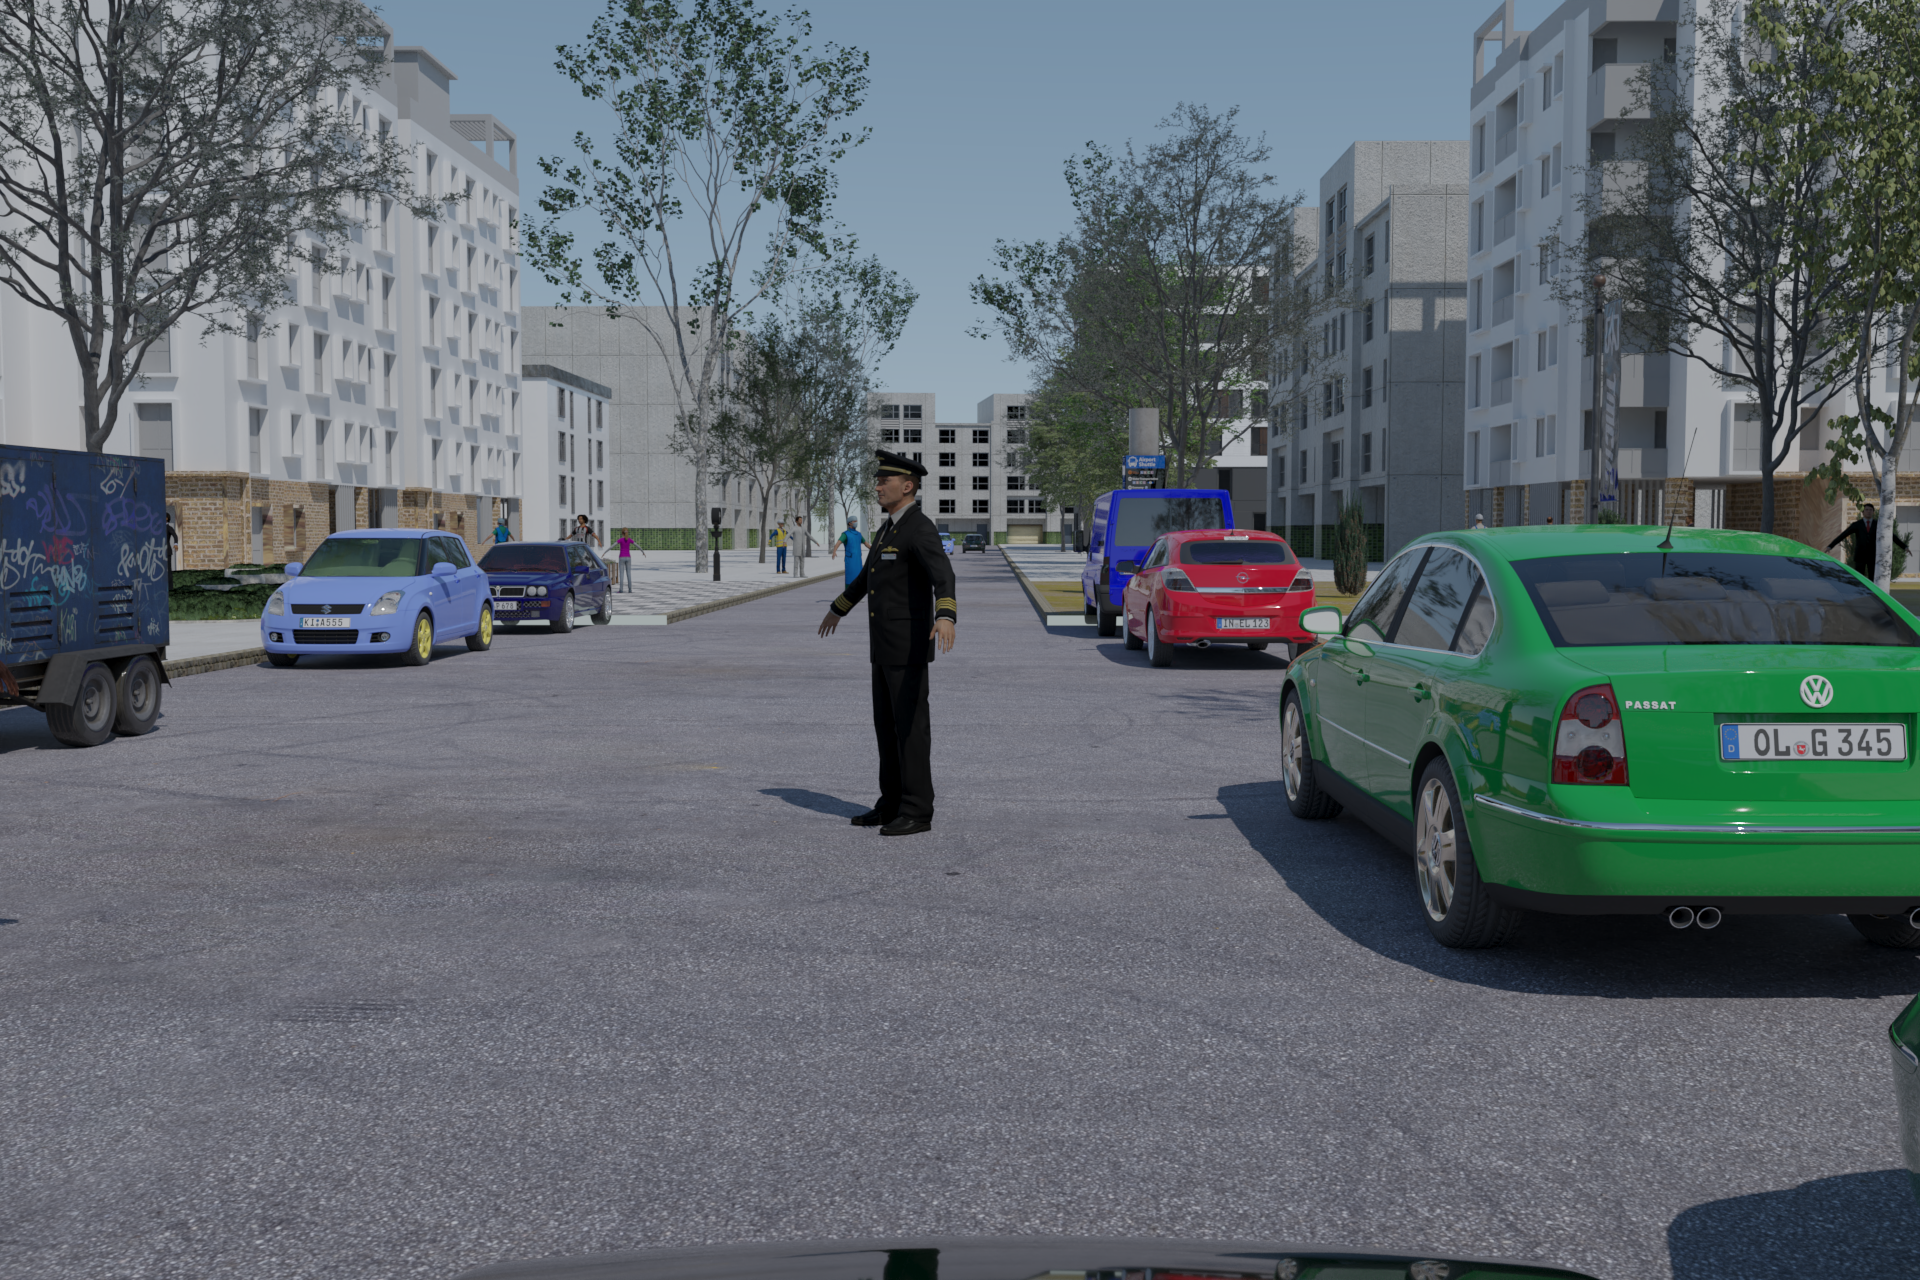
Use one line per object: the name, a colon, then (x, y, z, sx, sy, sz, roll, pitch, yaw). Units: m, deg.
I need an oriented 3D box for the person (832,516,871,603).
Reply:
person: (-2.213, -1.683, 36.109, 0.704, 1.817, 1.347, 3, 5, 43)

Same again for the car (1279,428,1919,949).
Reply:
car: (2.540, 0.088, 7.356, 1.959, 1.807, 4.718, 0, 4, 0)

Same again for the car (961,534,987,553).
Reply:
car: (1.041, -7.330, 129.635, 2.009, 1.686, 4.222, 0, 4, 1)

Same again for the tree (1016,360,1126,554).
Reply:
tree: (7.337, -11.779, 110.711, 7.486, 12.596, 7.792, 0, 3, 0)

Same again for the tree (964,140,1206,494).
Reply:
tree: (6.131, -14.099, 86.404, 12.611, 20.169, 13.585, 0, 3, 0)

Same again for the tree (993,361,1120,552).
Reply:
tree: (7.211, -12.960, 122.271, 12.009, 13.543, 11.850, 0, 3, 0)

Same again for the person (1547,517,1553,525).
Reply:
person: (17.619, -2.781, 51.748, 1.348, 1.796, 0.705, 2, 4, 35)

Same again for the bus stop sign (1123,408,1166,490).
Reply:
bus stop sign: (3.866, -2.903, 36.472, 0.837, 3.901, 0.837, 0, 4, 2)

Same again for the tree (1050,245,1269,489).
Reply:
tree: (6.965, -8.236, 60.411, 9.928, 11.665, 9.643, 0, 3, 0)

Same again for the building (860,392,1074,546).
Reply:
building: (3.256, -21.741, 224.387, 31.486, 18.905, 16.747, 0, 4, -6)

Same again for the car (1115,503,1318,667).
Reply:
car: (2.933, -0.681, 20.171, 2.155, 1.783, 4.494, 0, 4, 0)

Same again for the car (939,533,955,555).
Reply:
car: (-1.293, -6.717, 119.410, 1.945, 1.707, 3.694, 0, 4, 1)

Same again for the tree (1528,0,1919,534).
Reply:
tree: (16.598, -7.627, 35.065, 12.009, 13.543, 11.850, 0, 3, 0)

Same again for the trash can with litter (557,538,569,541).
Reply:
trash can with litter: (-7.115, -1.273, 31.867, 1.678, 1.210, 2.233, 0, 4, 2)

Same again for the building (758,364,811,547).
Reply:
building: (-26.183, -19.459, 184.607, 16.747, 18.905, 31.486, 0, 4, 2)

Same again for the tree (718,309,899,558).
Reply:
tree: (-8.129, -11.244, 94.210, 12.009, 13.543, 11.850, 0, 3, 0)

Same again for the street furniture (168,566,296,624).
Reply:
street furniture: (-12.243, -0.877, 29.967, 5.734, 0.657, 10.072, 1, 4, 11)

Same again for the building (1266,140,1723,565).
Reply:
building: (26.264, -13.459, 86.520, 16.747, 18.905, 31.486, 0, 4, 1)

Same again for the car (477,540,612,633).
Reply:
car: (-6.460, -0.834, 26.223, 1.945, 1.354, 3.894, 0, 4, 1)

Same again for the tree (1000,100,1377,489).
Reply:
tree: (6.329, -8.447, 48.485, 12.009, 13.543, 11.850, 0, 3, 0)

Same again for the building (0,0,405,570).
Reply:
building: (-25.982, -11.943, 51.685, 16.016, 20.090, 11.380, 0, 4, 1)

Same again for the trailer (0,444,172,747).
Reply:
trailer: (-6.530, -0.257, 11.244, 1.471, 1.999, 3.904, 0, 4, 1)

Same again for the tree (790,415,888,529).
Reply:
tree: (-8.166, -11.725, 126.110, 8.767, 10.594, 7.601, -1, 4, -23)

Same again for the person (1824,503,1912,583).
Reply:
person: (15.410, -1.422, 29.430, 1.347, 1.806, 0.705, 1, 4, 21)

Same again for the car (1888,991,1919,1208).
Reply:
car: (2.519, 0.656, 1.066, 2.131, 1.459, 4.920, 0, 3, 0)

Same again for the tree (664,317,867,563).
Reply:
tree: (-8.550, -8.600, 75.027, 8.767, 10.594, 7.601, -1, 4, -21)

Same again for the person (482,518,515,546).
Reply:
person: (-15.196, -3.127, 57.252, 0.704, 1.817, 1.347, 3, 4, 38)

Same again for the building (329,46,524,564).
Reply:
building: (-25.862, -12.985, 68.721, 16.016, 20.090, 11.380, 0, 4, 1)

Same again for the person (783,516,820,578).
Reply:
person: (-4.701, -2.730, 50.815, 1.347, 1.806, 0.705, -3, 5, -44)

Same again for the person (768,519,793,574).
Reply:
person: (-5.718, -3.023, 55.891, 1.216, 1.772, 0.721, -3, 5, -44)

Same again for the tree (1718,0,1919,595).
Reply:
tree: (9.239, -4.061, 16.766, 4.737, 8.622, 4.395, 0, 3, 0)

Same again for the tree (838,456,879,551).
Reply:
tree: (-6.821, -11.249, 134.287, 4.360, 8.622, 3.978, 0, 3, 0)

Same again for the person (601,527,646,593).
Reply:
person: (-7.279, -1.729, 37.542, 0.991, 1.433, 0.599, -2, 4, -27)

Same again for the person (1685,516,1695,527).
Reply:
person: (20.472, -2.597, 48.682, 0.704, 1.802, 1.346, 1, 4, 20)

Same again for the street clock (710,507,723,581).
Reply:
street clock: (-6.622, -2.602, 47.107, 0.358, 2.002, 0.471, 0, 3, 0)

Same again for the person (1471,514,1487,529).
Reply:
person: (14.609, -2.628, 48.825, 1.347, 1.847, 0.705, 0, 4, -7)

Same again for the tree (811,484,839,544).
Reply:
tree: (-17.895, -16.801, 225.063, 4.737, 8.622, 4.395, 0, 3, 0)

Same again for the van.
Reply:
van: (2.888, -1.315, 25.889, 2.240, 2.365, 5.245, 0, 4, 0)

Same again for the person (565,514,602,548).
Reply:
person: (-10.405, -2.540, 47.670, 1.345, 1.843, 0.704, 1, 4, 20)

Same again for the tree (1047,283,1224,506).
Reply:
tree: (7.348, -9.444, 72.532, 7.486, 12.596, 7.792, 0, 3, 0)

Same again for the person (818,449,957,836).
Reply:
person: (-0.315, 0.000, 8.388, 0.705, 1.837, 1.347, -2, 4, -29)

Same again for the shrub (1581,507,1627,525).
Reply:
shrub: (17.008, -2.516, 45.564, 1.690, 2.028, 1.600, 0, 3, 0)

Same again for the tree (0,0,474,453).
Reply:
tree: (-12.412, -6.999, 24.798, 12.009, 13.543, 11.850, 0, 3, 0)

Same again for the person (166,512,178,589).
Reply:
person: (-16.630, -1.795, 36.064, 1.216, 1.740, 0.721, 2, 4, 34)

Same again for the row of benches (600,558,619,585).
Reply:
row of benches: (-8.946, -1.684, 42.992, 1.422, 0.672, 4.104, 0, 4, -6)

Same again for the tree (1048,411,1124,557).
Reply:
tree: (7.156, -9.026, 97.943, 4.737, 8.622, 4.395, 0, 3, 0)

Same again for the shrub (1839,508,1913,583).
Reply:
shrub: (23.512, -2.451, 44.499, 1.690, 2.028, 1.600, 0, 3, 0)

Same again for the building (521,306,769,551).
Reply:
building: (-26.924, -17.359, 150.272, 16.747, 18.905, 31.486, 0, 4, 1)

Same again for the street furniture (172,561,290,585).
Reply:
street furniture: (-16.236, -1.689, 43.242, 5.734, 0.657, 10.072, 2, 4, 25)

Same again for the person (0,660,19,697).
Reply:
person: (-3.772, 0.184, 5.573, 1.348, 1.813, 0.705, 0, 4, -5)

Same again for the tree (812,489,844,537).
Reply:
tree: (-16.395, -16.423, 218.873, 4.360, 8.622, 3.978, 0, 3, 0)

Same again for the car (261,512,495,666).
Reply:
car: (-6.636, -0.632, 19.933, 1.945, 1.707, 3.694, 0, 4, 1)

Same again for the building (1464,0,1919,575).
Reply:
building: (23.962, -12.630, 62.918, 16.016, 20.090, 11.380, 0, 4, 1)

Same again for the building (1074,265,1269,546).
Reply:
building: (23.558, -18.583, 147.806, 27.936, 21.610, 32.646, 0, 4, 1)

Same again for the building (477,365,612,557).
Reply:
building: (-24.604, -9.651, 99.946, 9.099, 9.664, 28.070, 0, 4, 1)

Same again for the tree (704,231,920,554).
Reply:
tree: (-9.214, -15.508, 109.446, 12.611, 20.169, 13.585, 0, 3, 0)

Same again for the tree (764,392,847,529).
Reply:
tree: (-8.181, -8.171, 83.953, 4.360, 8.622, 3.978, 0, 3, 0)

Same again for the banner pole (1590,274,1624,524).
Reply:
banner pole: (6.159, -1.625, 16.579, 0.401, 3.779, 0.863, 0, 4, 1)

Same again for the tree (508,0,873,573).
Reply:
tree: (-8.897, -12.368, 58.101, 12.611, 20.169, 13.585, 0, 3, 0)
